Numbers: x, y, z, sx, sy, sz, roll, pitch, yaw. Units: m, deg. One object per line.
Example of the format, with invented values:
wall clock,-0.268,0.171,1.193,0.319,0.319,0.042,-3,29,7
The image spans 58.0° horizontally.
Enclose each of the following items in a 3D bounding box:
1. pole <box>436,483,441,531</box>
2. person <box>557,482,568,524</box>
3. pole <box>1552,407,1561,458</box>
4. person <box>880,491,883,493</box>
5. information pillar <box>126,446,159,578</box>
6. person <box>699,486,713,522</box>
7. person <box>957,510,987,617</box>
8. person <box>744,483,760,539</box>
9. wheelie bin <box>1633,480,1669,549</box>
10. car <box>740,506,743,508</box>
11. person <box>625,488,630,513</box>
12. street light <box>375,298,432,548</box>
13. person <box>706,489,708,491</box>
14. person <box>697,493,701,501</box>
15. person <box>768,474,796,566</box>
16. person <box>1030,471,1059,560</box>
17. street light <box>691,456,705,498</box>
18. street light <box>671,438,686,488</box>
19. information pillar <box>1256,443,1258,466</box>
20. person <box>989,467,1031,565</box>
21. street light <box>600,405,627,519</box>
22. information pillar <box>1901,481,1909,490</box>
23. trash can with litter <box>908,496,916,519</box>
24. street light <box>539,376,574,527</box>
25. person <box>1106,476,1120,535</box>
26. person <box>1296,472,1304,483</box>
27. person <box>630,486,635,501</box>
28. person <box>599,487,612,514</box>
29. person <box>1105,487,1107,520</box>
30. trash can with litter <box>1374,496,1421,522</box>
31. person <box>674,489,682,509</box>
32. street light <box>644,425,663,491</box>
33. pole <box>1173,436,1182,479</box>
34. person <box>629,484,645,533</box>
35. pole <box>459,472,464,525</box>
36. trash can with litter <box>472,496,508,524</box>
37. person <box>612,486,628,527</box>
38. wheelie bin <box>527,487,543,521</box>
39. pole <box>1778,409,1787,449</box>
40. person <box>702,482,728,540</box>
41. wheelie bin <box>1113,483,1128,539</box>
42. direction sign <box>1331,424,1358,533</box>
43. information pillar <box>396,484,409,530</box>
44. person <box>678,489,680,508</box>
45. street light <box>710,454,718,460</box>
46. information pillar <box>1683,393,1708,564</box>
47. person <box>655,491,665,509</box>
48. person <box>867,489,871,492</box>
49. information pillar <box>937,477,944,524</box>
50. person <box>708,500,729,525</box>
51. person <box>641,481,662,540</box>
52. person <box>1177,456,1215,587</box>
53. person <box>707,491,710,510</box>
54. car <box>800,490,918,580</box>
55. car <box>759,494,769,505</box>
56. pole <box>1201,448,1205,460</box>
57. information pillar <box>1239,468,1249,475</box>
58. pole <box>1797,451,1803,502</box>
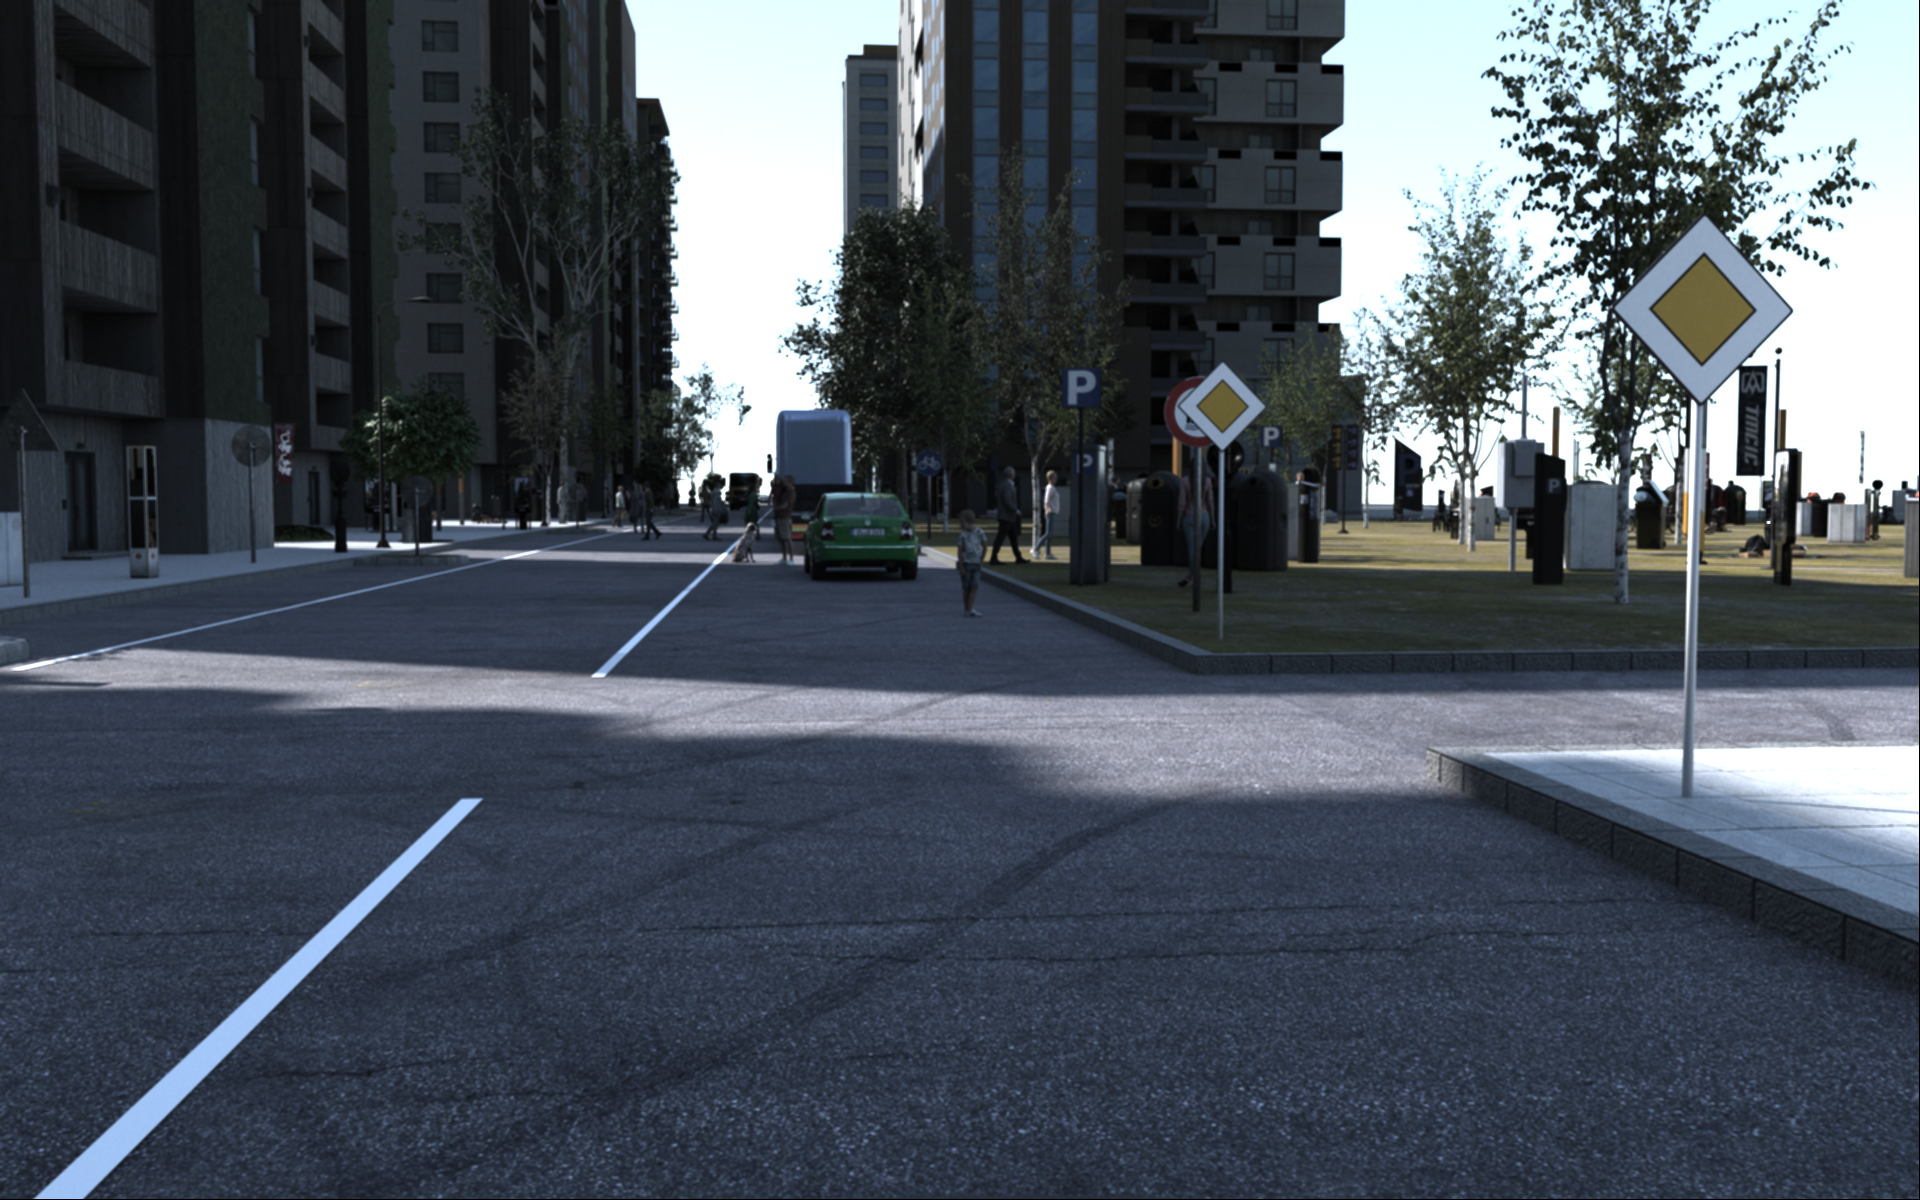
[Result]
pole,-18.188,-4.069,60.370,0.158,3.312,0.155,0,3,0
person,-17.226,-4.208,74.940,0.391,1.810,0.635,-2,4,-24
pole,13.953,-2.860,40.600,0.158,3.312,0.155,0,3,0
person,-5.898,-7.303,125.536,1.348,1.812,0.705,-1,4,-22
information pillar,-12.461,-1.341,26.411,0.304,2.012,0.304,0,4,6
person,-12.964,-4.903,88.579,0.836,1.842,0.656,2,4,27
person,0.143,-0.435,20.295,0.332,1.250,0.352,2,4,31
person,-6.575,-2.816,54.796,0.529,1.795,0.600,-1,4,-12
wheelie bin,16.082,-1.985,40.370,0.693,1.594,0.980,2,4,34
car,-22.043,-10.385,180.026,2.015,1.641,3.980,0,4,-4
person,-22.040,-6.622,115.244,0.436,1.711,0.756,0,4,1
street light,-13.169,-4.189,41.034,1.470,5.913,1.316,0,4,-6
person,-29.882,-12.160,204.495,0.705,1.869,1.348,0,4,1
person,-35.827,-14.095,237.963,0.593,1.643,0.415,-3,5,-42
person,-3.561,-1.614,34.868,0.580,1.828,0.573,1,4,8
person,1.668,-1.664,33.921,0.598,1.740,0.731,-1,4,-8
street light,-26.240,-12.242,172.700,1.470,5.913,1.316,0,4,-6
street light,-23.477,-10.497,144.168,1.470,5.913,1.316,0,4,-6
information pillar,13.535,-5.357,78.942,0.183,3.616,0.504,0,4,8
person,0.933,-1.527,31.407,0.834,1.777,0.661,-1,4,-15
street light,-17.980,-7.182,89.965,1.470,5.913,1.316,0,4,-6
information pillar,51.338,-5.483,94.144,0.304,2.012,0.304,3,5,40
trash can with litter,-2.763,-4.615,86.847,1.055,1.170,0.624,-3,5,-43
street light,-15.826,-5.842,68.054,1.470,5.913,1.316,0,4,-6
person,4.852,-2.942,53.922,0.755,1.850,0.659,1,4,19
person,7.853,-2.081,40.294,0.478,1.798,0.641,-1,4,-19
person,-22.950,-7.083,121.832,0.705,1.826,1.348,1,4,15
person,-22.888,-6.426,111.817,0.721,1.736,1.217,2,4,33
person,2.290,-1.496,30.687,0.709,1.800,0.728,-1,4,-16
trash can with litter,20.293,-4.269,80.854,1.678,1.210,2.233,-2,4,-27
person,-24.933,-8.905,152.458,0.721,1.723,1.217,3,5,39
street light,-20.731,-8.835,116.990,1.470,5.913,1.316,0,4,-6
pole,5.121,-2.875,40.851,0.158,3.312,0.155,0,3,0
person,-11.880,-3.397,64.140,0.694,1.812,0.767,-1,4,-18
pole,-20.630,-4.759,71.659,0.158,3.312,0.155,0,3,0
trash can with litter,-20.645,-3.958,75.767,1.678,1.210,2.233,2,4,28
person,-14.567,-3.990,74.217,0.515,1.767,0.782,-2,4,-34
wheelie bin,-19.901,-4.483,81.201,0.693,1.594,0.980,1,4,20
pole,19.731,-2.922,41.612,0.158,3.312,0.155,0,3,0
person,-7.572,-2.764,53.812,0.853,1.813,0.709,-1,4,-22
wheelie bin,4.752,-2.559,49.745,0.693,1.594,0.980,1,4,13
direction sign,12.527,-3.945,56.490,0.876,3.537,0.379,3,4,36
information pillar,-19.814,-3.490,61.553,0.304,2.012,0.304,2,4,27
person,-25.974,-9.381,160.141,0.721,1.743,1.217,0,4,-8
street light,-28.954,-13.913,200.021,1.470,5.913,1.316,0,4,-6
information pillar,13.385,-2.455,31.496,0.504,3.616,0.183,-2,4,-26
person,-26.771,-8.987,153.685,1.217,1.736,0.721,1,4,17
person,-7.948,-8.837,151.203,0.621,1.740,0.551,2,4,28
information pillar,-0.813,-4.309,74.938,0.304,2.012,0.304,1,4,10
person,-11.032,-4.004,79.465,1.012,1.151,0.738,-1,4,-19
person,-9.712,-2.803,54.242,0.656,1.842,0.836,3,5,43
person,3.268,-1.091,23.893,0.555,1.821,0.388,-1,4,-17
person,-23.392,-9.215,159.692,0.750,1.759,0.617,-2,4,-25
car,-1.792,-1.315,30.300,1.959,1.807,4.718,0,4,-8
car,-25.562,-13.012,224.542,2.131,1.459,4.920,0,4,-6
pole,10.670,-5.029,76.061,0.158,3.312,0.155,0,3,0
information pillar,7.971,-2.719,48.942,0.304,2.012,0.304,-1,4,-12
pole,39.665,-5.382,81.837,0.158,3.312,0.155,0,3,0
